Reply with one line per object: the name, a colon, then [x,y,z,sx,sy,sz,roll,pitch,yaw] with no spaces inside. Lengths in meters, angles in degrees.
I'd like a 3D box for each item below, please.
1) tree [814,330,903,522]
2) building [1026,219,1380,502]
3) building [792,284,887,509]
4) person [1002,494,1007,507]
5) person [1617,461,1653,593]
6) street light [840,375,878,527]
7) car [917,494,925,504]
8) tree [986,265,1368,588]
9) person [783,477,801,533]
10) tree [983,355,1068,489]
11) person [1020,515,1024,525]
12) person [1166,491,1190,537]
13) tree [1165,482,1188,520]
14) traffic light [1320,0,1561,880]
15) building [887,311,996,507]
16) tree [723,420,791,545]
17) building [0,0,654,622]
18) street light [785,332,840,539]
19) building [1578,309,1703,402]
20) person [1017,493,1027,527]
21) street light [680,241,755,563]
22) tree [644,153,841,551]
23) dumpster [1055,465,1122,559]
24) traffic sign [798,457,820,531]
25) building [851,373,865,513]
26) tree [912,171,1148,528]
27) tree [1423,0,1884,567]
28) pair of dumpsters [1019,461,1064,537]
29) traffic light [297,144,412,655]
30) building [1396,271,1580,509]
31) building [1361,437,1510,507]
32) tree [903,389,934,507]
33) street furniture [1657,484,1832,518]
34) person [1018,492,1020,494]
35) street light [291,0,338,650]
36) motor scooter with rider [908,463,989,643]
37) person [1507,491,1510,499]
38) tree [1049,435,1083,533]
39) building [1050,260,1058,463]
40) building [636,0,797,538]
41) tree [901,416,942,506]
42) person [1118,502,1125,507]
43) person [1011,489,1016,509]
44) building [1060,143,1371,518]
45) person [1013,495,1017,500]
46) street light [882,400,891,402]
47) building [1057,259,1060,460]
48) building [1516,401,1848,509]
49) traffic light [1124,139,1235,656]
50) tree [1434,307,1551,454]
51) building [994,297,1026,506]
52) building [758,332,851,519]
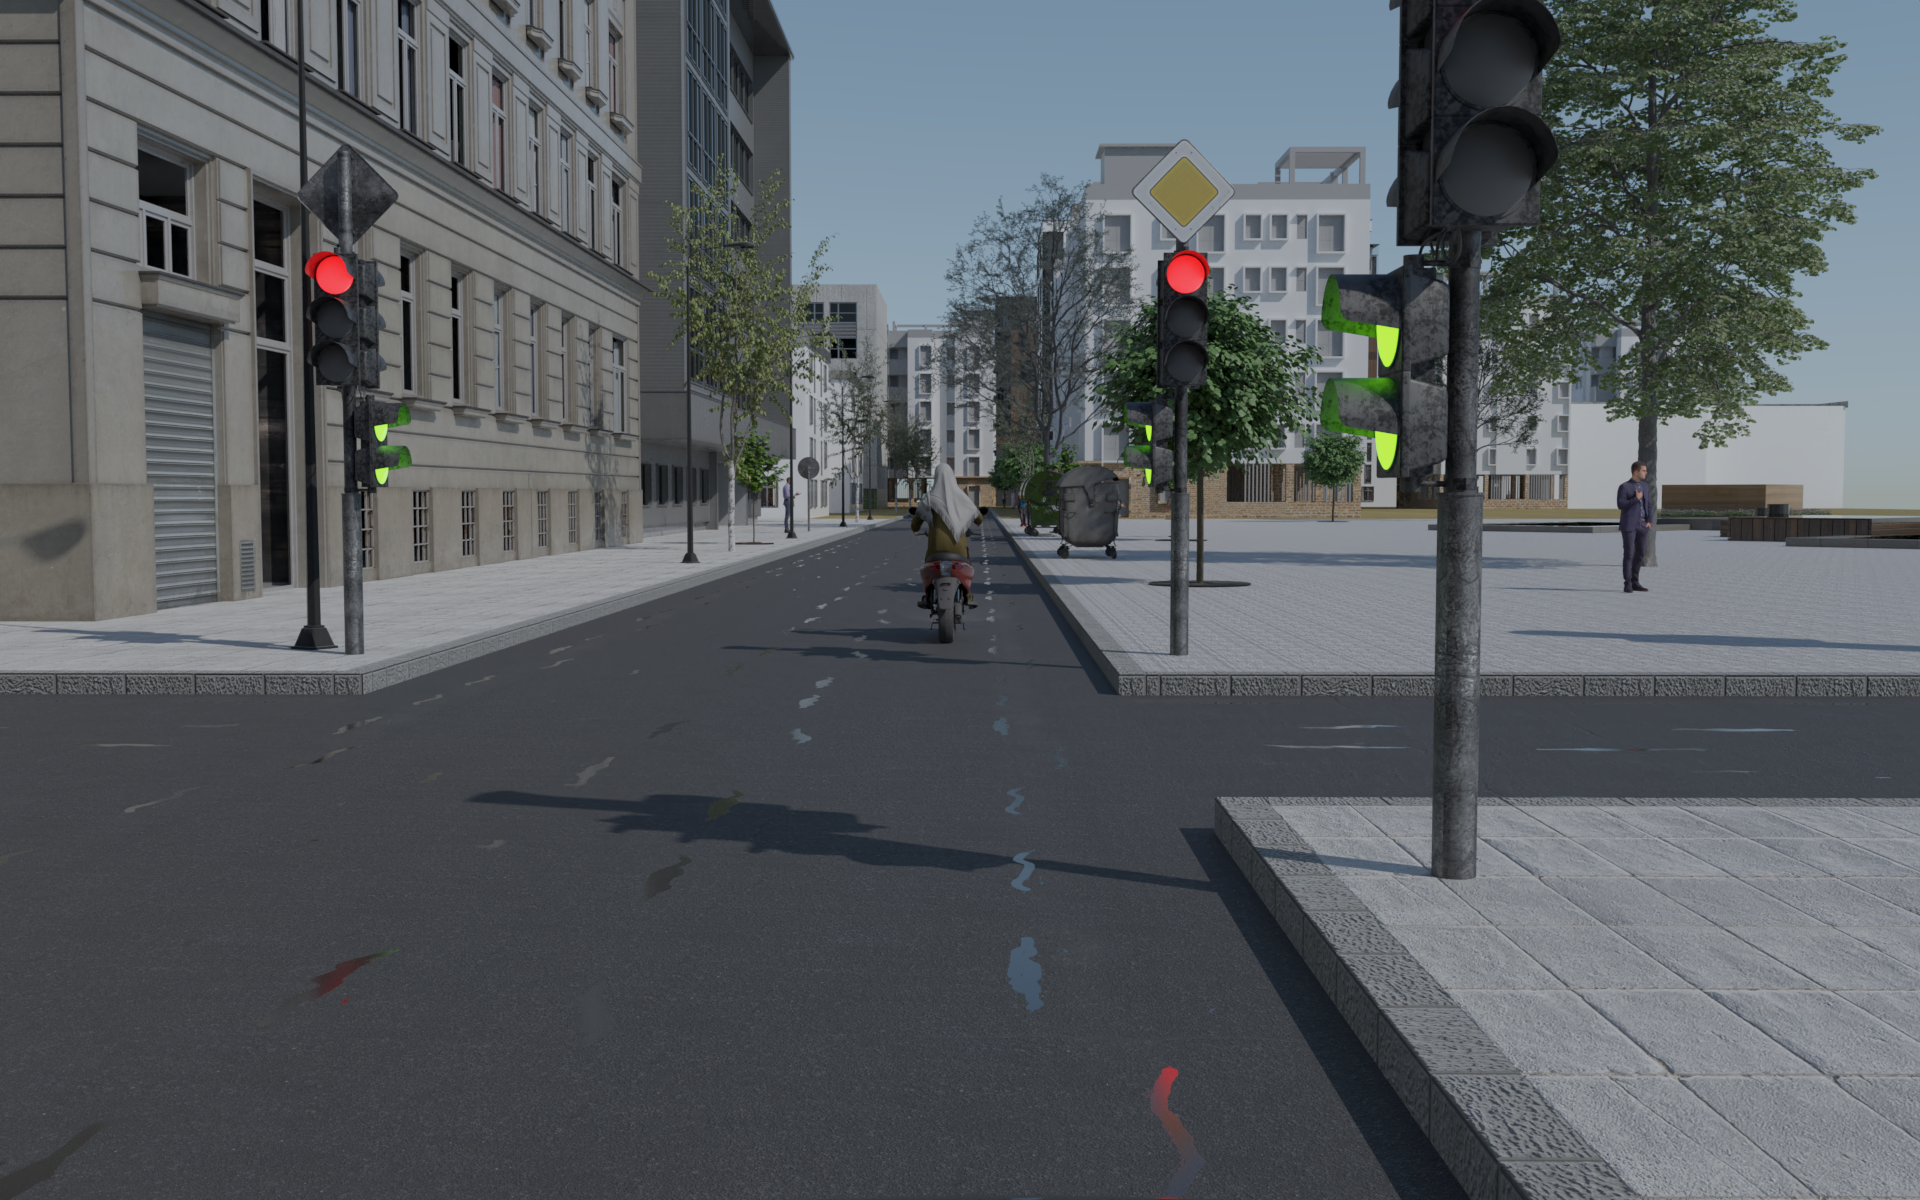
tree: [-4.685,-7.838,78.507,4.360,8.622,3.978,0,3,0]
building: [20.255,-18.437,145.424,27.936,21.610,32.646,0,4,1]
building: [-22.677,-17.634,154.767,31.486,18.905,16.747,0,4,1]
person: [4.315,-9.560,167.990,0.628,1.438,0.799,-3,5,-40]
person: [8.834,-0.962,22.685,0.541,1.710,0.530,-1,4,-9]
street light: [-4.039,-5.824,67.764,1.470,5.913,1.316,0,4,1]
car: [-1.380,-5.218,94.110,1.959,1.807,4.718,0,4,-1]
tree: [3.320,-2.488,24.391,4.285,4.588,4.351,0,3,0]
person: [-5.531,-3.122,56.951,0.599,1.838,0.709,-1,4,-11]
tree: [3.336,-8.462,88.711,4.360,8.622,3.978,0,3,0]
person: [2.738,-3.865,71.505,0.482,1.546,0.388,1,4,22]
person: [6.464,-2.749,51.537,0.990,1.755,0.434,-2,4,-34]
tree: [10.925,-5.664,87.200,1.663,3.219,1.824,0,3,0]
traffic light: [1.643,-1.007,5.716,0.839,4.213,0.868,0,4,1]
building: [-1.932,-20.046,184.173,11.380,20.091,16.016,0,4,1]
tree: [-5.130,-3.031,44.162,1.663,3.219,1.824,0,3,0]
building: [-15.800,-12.093,30.997,16.112,22.955,30.059,0,4,1]
street light: [-4.314,-4.726,49.804,1.470,5.913,1.316,0,4,1]
building: [70.155,-19.969,182.918,11.380,20.091,16.016,0,4,1]
person: [2.543,-3.689,68.226,0.647,1.594,0.662,-1,4,-9]
street light: [-4.470,-3.637,32.002,1.470,5.913,1.316,0,4,1]
tree: [-4.890,-5.397,38.602,4.737,8.622,4.395,0,3,0]
dumpster: [2.588,-1.781,34.871,1.264,1.857,1.865,0,4,0]
traffic sign: [-5.186,-3.622,59.325,0.768,2.556,0.104,0,4,4]
building: [-11.779,-11.593,131.687,9.099,9.664,28.070,0,4,1]
tree: [3.351,-9.473,65.246,12.009,13.543,11.850,0,3,0]
tree: [12.166,-6.891,30.794,7.486,12.596,7.792,0,3,0]
pair of dumpsters: [2.688,-3.139,53.813,1.574,2.255,4.436,0,4,1]
traffic light: [-4.832,-1.499,13.755,0.839,4.213,0.868,0,4,1]
building: [46.121,-18.188,153.790,11.380,20.091,16.016,0,4,1]
building: [50.392,-14.539,179.858,28.070,9.664,9.099,0,4,1]
tree: [-4.189,-10.343,119.470,4.360,8.622,3.978,0,3,0]
street furniture: [36.257,-4.480,80.096,11.010,1.723,9.812,3,5,43]
person: [5.838,-9.692,165.437,0.436,1.711,0.756,-3,5,-42]
street light: [-4.824,-2.548,14.203,1.470,5.913,1.316,0,4,1]
motor scooter with rider: [-0.090,-0.506,17.233,0.876,1.779,1.986,0,4,1]
person: [52.986,-9.697,167.571,0.617,1.759,0.750,-1,4,-15]
tree: [3.448,-3.831,57.241,1.663,3.219,1.824,0,3,0]
building: [14.498,-16.297,122.880,16.016,20.091,11.380,0,4,1]
building: [-14.439,-14.800,61.052,14.314,24.678,30.058,0,4,1]
tree: [-3.737,-12.716,158.267,4.737,8.622,4.395,0,3,0]
person: [4.412,-2.660,51.491,0.963,1.587,0.435,-1,4,-11]
person: [4.732,-8.892,152.088,0.551,1.740,0.621,2,4,33]
building: [14.180,-14.856,99.314,16.016,20.091,11.380,0,4,1]
person: [4.232,-6.716,115.867,1.348,1.822,0.705,2,4,24]
street light: [-3.910,-6.913,85.566,1.470,5.913,1.316,0,4,1]
building: [14.705,-15.554,110.723,16.016,20.091,11.380,0,4,1]
building: [65.943,-13.150,157.155,28.070,9.664,9.099,0,4,1]
traffic light: [1.729,-1.496,13.701,0.839,4.213,0.868,0,4,1]
tree: [24.353,-9.031,82.071,7.601,10.594,8.767,2,4,32]
building: [20.140,-21.130,189.451,32.646,21.610,27.936,0,4,1]
building: [-12.260,-9.879,103.673,9.099,9.664,28.070,0,4,1]
